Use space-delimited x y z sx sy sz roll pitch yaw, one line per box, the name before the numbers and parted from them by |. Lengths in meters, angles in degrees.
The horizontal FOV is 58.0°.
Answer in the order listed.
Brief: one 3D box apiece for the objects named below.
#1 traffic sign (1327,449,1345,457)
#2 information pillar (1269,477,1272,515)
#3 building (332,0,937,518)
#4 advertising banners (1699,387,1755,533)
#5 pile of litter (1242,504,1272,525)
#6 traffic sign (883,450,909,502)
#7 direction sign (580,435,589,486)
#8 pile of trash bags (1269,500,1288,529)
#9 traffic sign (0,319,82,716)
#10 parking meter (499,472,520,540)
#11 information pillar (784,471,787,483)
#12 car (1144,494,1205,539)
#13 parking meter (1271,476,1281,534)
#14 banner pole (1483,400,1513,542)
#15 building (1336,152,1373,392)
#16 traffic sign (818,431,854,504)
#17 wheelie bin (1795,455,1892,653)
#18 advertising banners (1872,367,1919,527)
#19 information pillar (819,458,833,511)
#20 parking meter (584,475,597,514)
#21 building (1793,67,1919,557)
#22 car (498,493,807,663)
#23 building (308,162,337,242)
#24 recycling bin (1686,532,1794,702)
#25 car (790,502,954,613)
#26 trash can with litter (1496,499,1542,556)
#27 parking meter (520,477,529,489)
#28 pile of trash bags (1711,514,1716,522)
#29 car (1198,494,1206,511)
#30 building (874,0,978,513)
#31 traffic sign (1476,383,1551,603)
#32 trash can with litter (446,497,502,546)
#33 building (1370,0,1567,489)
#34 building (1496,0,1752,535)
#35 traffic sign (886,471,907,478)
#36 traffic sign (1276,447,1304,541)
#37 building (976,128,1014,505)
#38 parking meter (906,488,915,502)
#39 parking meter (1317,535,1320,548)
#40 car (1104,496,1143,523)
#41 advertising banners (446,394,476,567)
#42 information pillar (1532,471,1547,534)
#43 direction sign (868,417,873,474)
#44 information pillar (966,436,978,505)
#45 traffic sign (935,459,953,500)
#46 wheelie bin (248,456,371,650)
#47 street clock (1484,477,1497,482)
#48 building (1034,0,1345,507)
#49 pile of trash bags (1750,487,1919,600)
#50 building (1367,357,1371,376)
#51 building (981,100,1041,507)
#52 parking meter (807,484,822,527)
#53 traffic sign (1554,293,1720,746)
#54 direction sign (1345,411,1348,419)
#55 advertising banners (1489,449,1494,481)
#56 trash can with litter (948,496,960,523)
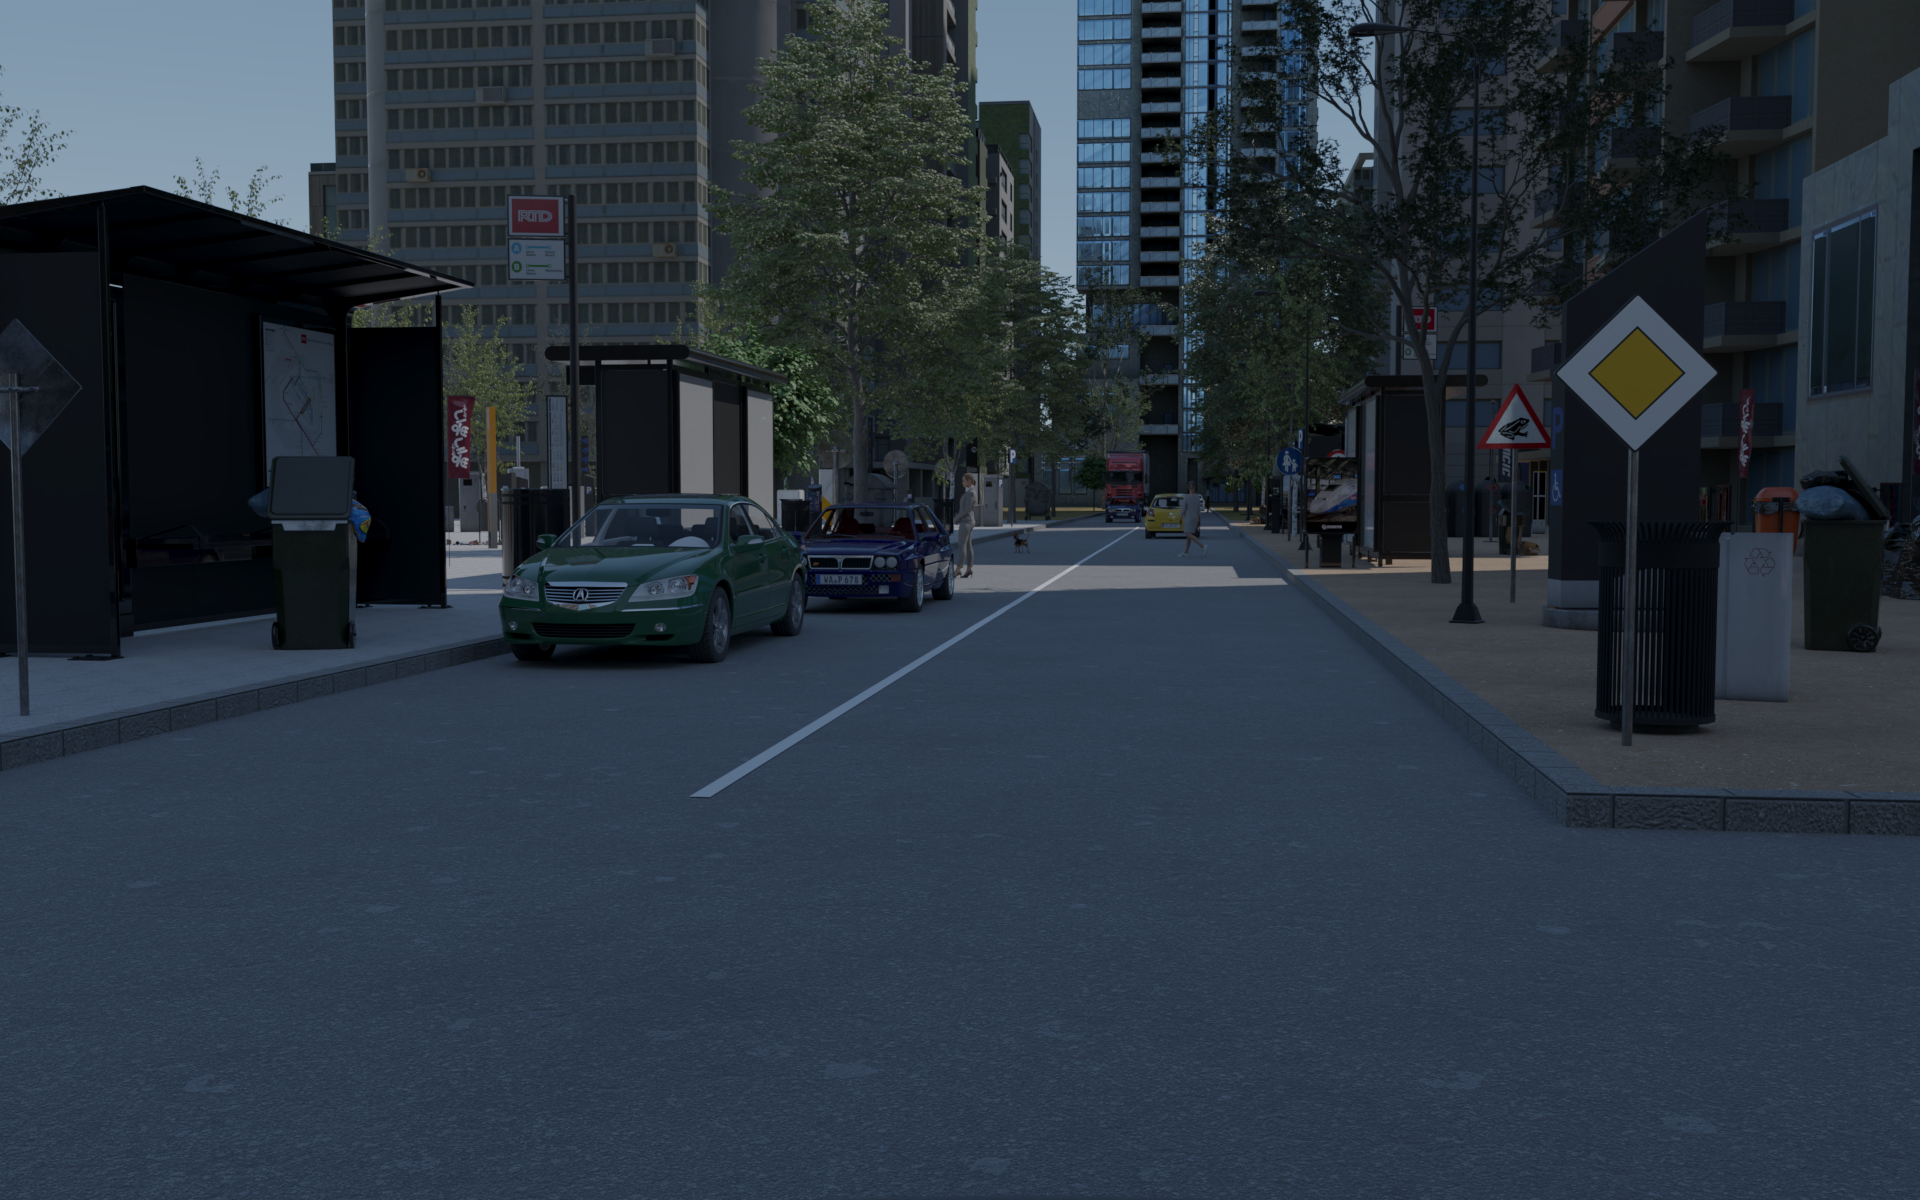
traffic sign | 10.829 -3.027 49.601 0.768 2.556 0.104 1 4 15
information pillar | 13.454 -4.310 74.961 0.304 2.012 0.304 0 4 0
building | -18.059 -24.907 99.105 32.217 40.220 23.993 0 4 8
advertising banners | 13.021 -2.038 29.515 0.090 3.025 2.074 0 4 0
pile of litter | 12.704 -3.609 72.978 1.719 0.858 1.176 0 4 7
traffic sign | -1.861 -3.051 49.986 0.768 2.556 0.104 1 4 15
direction sign | -14.672 -4.583 66.929 0.876 3.537 0.379 2 4 33
pile of trash bags | 12.551 -3.330 64.198 1.912 1.369 3.447 1 4 20
traffic sign | -5.415 -0.387 9.969 0.795 2.450 0.064 0 4 8
parking meter | -12.173 -2.503 46.630 0.399 1.863 0.255 1 4 20
information pillar | -8.495 -5.686 84.321 0.183 3.616 0.504 -1 4 -13
car | 6.987 -2.841 56.682 2.015 1.641 3.980 1 4 9
parking meter | 10.265 -3.092 56.266 0.255 1.863 0.399 1 4 14
banner pole | 14.388 -3.430 46.100 0.863 3.779 0.401 0 4 -3
building | 53.326 -30.232 186.174 23.993 40.220 32.217 0 4 8
traffic sign | -2.501 -2.120 34.766 0.768 2.556 0.104 1 4 13
wheelie bin | 7.273 -0.390 14.283 0.693 1.594 0.980 2 4 30
advertising banners | 12.740 -1.684 23.714 2.074 3.025 0.090 -2 4 -31
information pillar | -4.525 -4.112 58.579 0.504 3.616 0.183 -2 4 -33
parking meter | -11.068 -2.838 52.114 0.399 1.863 0.255 2 4 24
building | 29.727 -43.334 21.177 31.000 86.520 22.319 0 4 8
car | -2.720 -0.274 16.286 2.131 1.459 4.920 0 4 8
building | -47.332 -23.312 152.852 14.107 30.474 14.160 0 4 8
recycling bin | 4.918 0.090 11.086 0.722 1.027 0.722 2 4 26
car | -1.142 -0.593 22.272 1.945 1.354 3.894 1 4 8
trash can with litter | 11.799 -1.533 36.457 0.624 1.170 1.055 -2 4 -28
parking meter | -14.651 -3.200 58.025 0.399 1.863 0.255 -2 4 -32
pile of trash bags | 14.188 -1.496 34.219 1.912 1.369 3.447 2 4 32
car | 19.799 -8.223 146.452 2.014 1.417 4.499 0 4 8
building | -6.621 -26.507 116.978 14.154 41.232 14.086 0 4 8
traffic sign | 6.536 -1.248 20.415 0.884 2.594 0.081 1 4 14
trash can with litter | -12.275 -2.005 43.847 2.233 1.210 1.678 0 4 0
building | 35.207 -34.238 101.783 21.231 58.520 28.212 0 4 8
building | 32.642 -24.823 60.478 22.147 44.769 28.867 0 4 8
traffic sign | -2.073 -3.421 56.033 0.768 2.556 0.104 1 4 11
traffic sign | 8.987 -2.881 47.204 0.768 2.556 0.104 0 4 8
building | -2.735 -22.939 146.759 14.107 30.474 14.160 0 4 8
parking meter | -2.144 -4.077 75.064 0.372 1.533 0.369 0 3 0
parking meter | 8.714 -2.170 41.186 0.399 1.863 0.255 2 4 27
car | 8.262 -4.576 87.400 1.945 1.354 3.894 0 4 8
advertising banners | -9.435 -2.079 30.186 2.074 3.025 0.090 -2 4 -33
information pillar | 18.631 -3.131 55.688 0.304 2.012 0.304 -1 4 -13
direction sign | -2.641 -3.623 51.237 0.379 3.537 0.876 0 4 4
information pillar | 0.485 -4.796 69.766 0.504 3.616 0.183 -1 4 -8
traffic sign | -0.555 -3.841 62.904 0.768 2.556 0.104 1 4 13
wheelie bin | -5.410 -0.401 14.459 0.980 1.594 0.693 -1 4 -12
street clock | 21.871 -4.094 71.503 0.471 2.002 0.358 2 4 31
building | 24.396 -53.229 182.971 31.000 86.520 22.319 0 4 8
pile of trash bags | 11.751 -0.728 21.658 3.447 1.369 1.912 1 4 15
building | 40.558 -50.017 130.453 22.319 86.520 31.000 0 4 8
building | 1.173 -30.622 184.263 14.086 41.232 14.154 0 4 8
parking meter | -3.596 -2.105 42.822 0.372 1.533 0.369 0 3 0
traffic sign | 3.398 -0.314 8.770 0.795 2.450 0.064 0 4 8
direction sign | 10.598 -3.367 47.051 0.379 3.537 0.876 0 4 -6
advertising banners | 16.800 -3.630 55.540 0.090 3.025 2.074 3 4 36
trash can with litter | -0.286 -3.981 76.145 1.678 1.210 2.233 -2 4 -30
